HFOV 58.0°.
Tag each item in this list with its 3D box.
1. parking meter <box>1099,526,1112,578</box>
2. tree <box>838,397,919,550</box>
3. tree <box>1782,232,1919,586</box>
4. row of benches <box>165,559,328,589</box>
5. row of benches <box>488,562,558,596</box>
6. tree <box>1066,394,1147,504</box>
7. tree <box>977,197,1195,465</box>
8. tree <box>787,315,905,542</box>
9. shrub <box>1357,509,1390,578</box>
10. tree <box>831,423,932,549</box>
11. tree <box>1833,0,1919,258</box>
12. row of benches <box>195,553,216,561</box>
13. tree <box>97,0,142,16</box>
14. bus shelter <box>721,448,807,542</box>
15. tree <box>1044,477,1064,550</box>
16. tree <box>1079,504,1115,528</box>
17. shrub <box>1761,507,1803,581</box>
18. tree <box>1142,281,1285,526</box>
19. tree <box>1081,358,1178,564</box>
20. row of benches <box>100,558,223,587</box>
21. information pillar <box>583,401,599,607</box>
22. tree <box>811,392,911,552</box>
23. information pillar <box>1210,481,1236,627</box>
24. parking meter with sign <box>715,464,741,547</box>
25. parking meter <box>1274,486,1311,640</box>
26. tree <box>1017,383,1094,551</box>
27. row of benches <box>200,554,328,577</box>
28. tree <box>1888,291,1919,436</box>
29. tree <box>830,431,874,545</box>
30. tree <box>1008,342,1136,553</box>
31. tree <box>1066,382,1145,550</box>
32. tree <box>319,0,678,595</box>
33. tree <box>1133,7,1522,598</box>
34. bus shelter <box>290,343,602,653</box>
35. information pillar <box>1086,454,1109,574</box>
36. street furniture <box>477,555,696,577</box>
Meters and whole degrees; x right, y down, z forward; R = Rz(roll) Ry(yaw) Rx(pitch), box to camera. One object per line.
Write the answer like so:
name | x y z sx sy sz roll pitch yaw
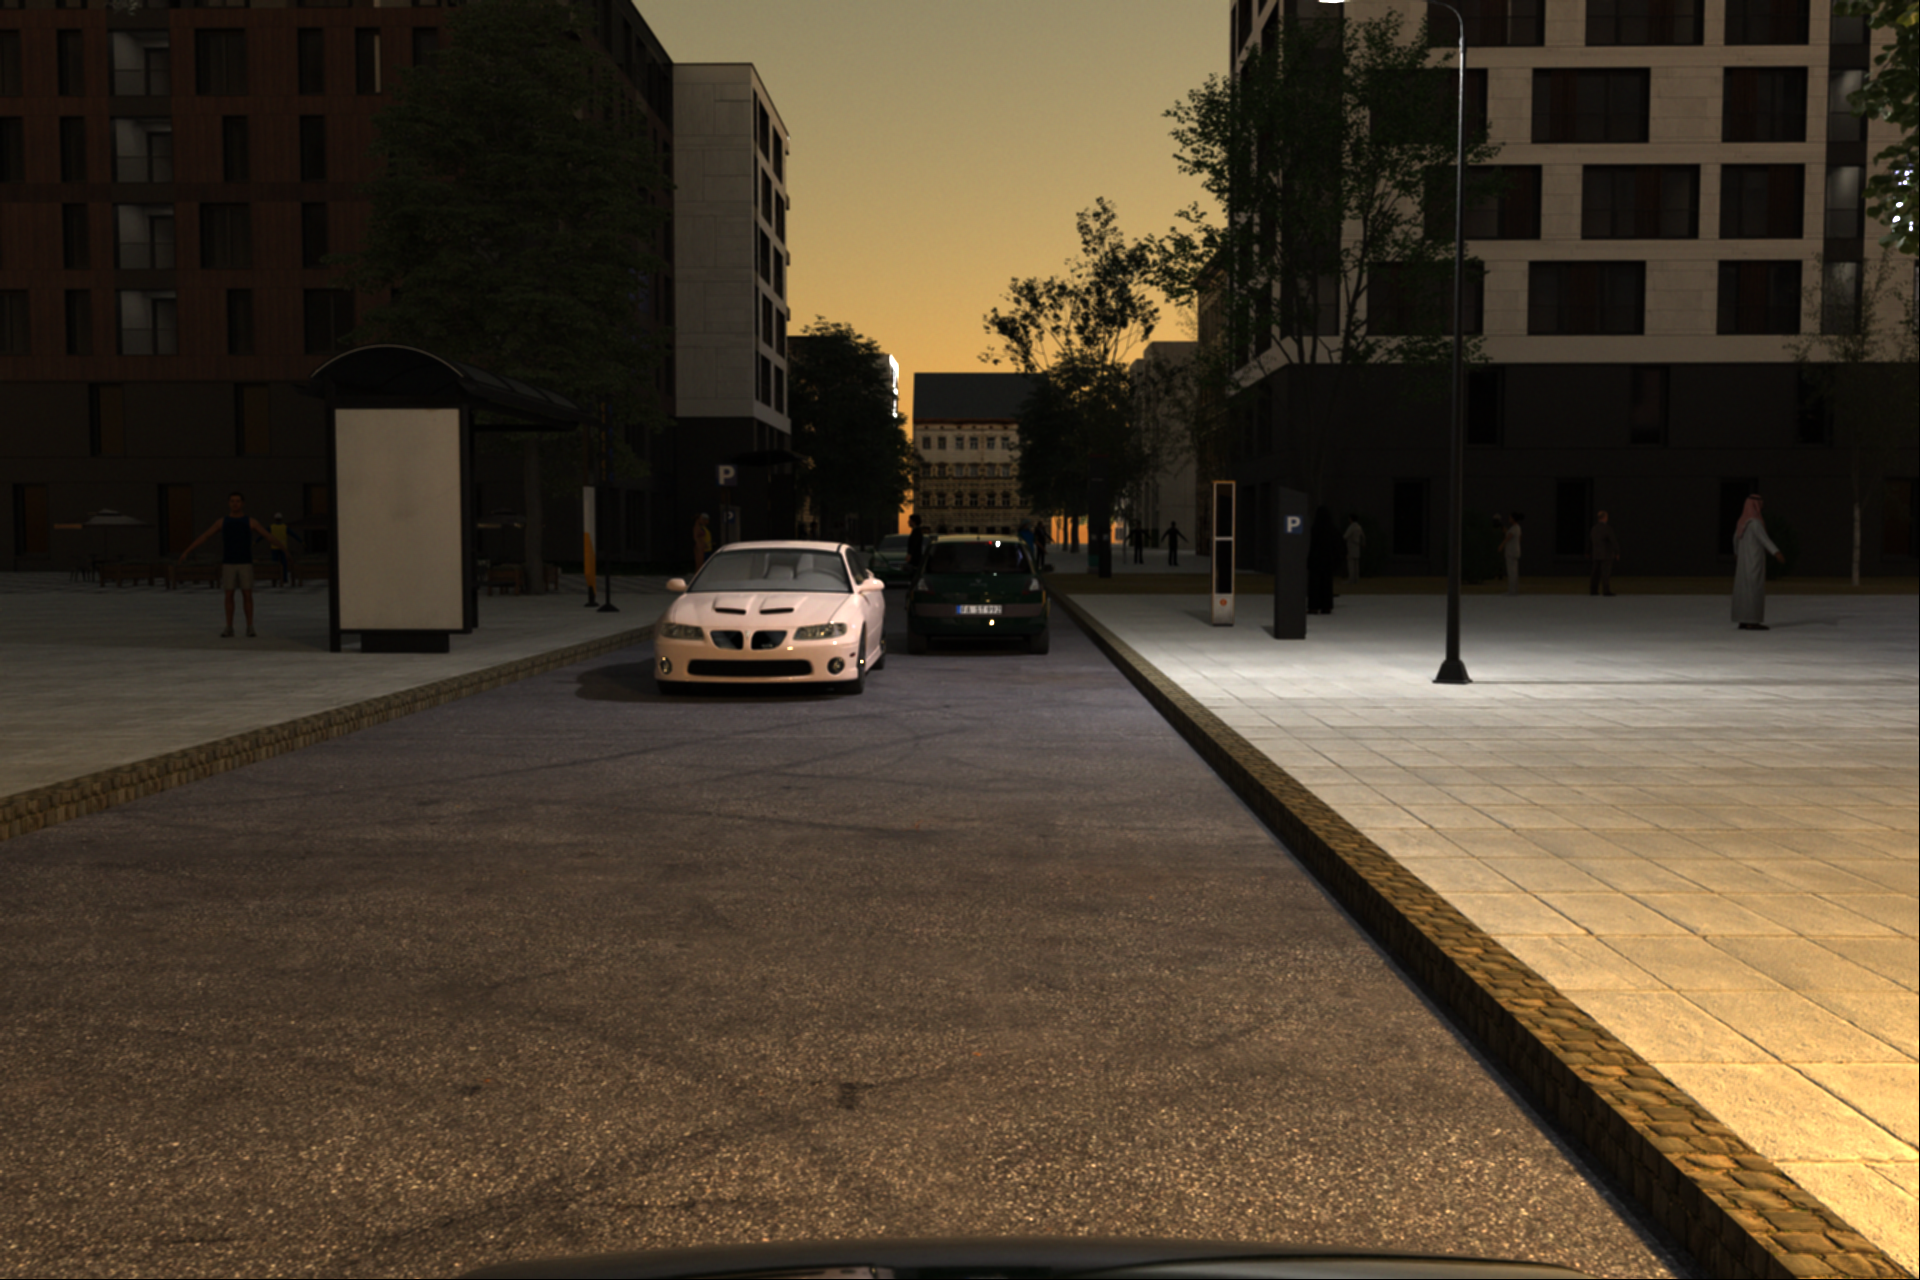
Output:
parking meter | 4.271 -2.601 50.945 0.372 1.533 0.369 0 3 0
tree | -7.046 -13.801 143.777 7.486 12.596 7.792 0 3 0
tree | 22.010 -5.650 42.734 4.360 8.622 3.978 0 3 0
row of benches | -16.801 -1.597 41.576 4.104 0.672 1.422 -3 4 -38
row of benches | -9.503 -1.362 37.724 1.422 0.672 4.104 0 4 -1
tree | 7.052 -8.499 89.313 4.360 8.622 3.978 0 3 0
tree | 7.252 -14.948 100.295 12.611 20.169 13.585 0 3 0
tree | -7.926 -11.988 102.665 9.857 13.997 8.962 0 3 0
shrub | 11.877 -2.851 51.028 1.690 2.028 1.600 0 3 0
tree | -6.464 -12.278 135.152 8.767 10.594 7.601 0 4 -3
tree | 6.033 -5.466 7.494 7.486 12.596 7.792 0 3 0
row of benches | -23.985 -2.426 55.127 1.422 0.672 4.104 -2 4 -24
tree | -8.946 -6.108 10.239 12.009 13.543 11.850 0 3 0
bus shelter | -5.645 -3.627 50.577 1.731 3.624 6.357 0 4 1
tree | 7.889 -11.810 143.455 4.360 8.622 3.978 0 3 0
tree | 18.879 -19.234 232.597 7.486 12.596 7.792 0 3 0
shrub | 22.373 -2.660 47.914 1.690 2.028 1.600 0 3 0
tree | 7.768 -6.073 49.662 4.360 8.622 3.978 0 3 0
tree | 6.779 -7.538 73.608 4.360 8.622 3.978 0 3 0
row of benches | -19.860 -1.739 43.894 1.422 0.672 4.104 1 4 22
information pillar | -6.514 -2.390 30.438 0.183 3.616 0.504 0 4 2
tree | -7.157 -12.152 124.438 9.928 11.665 9.643 0 3 0
information pillar | 3.648 -1.198 24.074 0.304 2.012 0.304 0 4 1
parking meter with sign | -5.819 -2.926 44.106 0.543 3.016 1.738 0 3 0
parking meter | 4.051 -0.942 21.117 0.399 1.863 0.255 0 4 1
tree | 7.956 -12.943 129.752 7.486 12.596 7.792 0 3 0
row of benches | -20.534 -2.202 51.460 4.104 0.672 1.422 -3 5 -43
tree | 27.620 -5.958 47.769 4.737 8.622 4.395 0 3 0
tree | -7.544 -10.156 116.420 4.737 8.622 4.395 0 3 0
tree | 7.844 -12.839 116.575 9.857 13.997 8.962 0 3 0
tree | 7.190 -8.130 83.290 4.737 8.622 4.395 0 3 0
tree | -9.267 -7.198 35.814 7.486 12.596 7.792 0 3 0
tree | 7.237 -6.686 35.068 9.928 11.665 9.643 0 3 0
bus shelter | -5.996 -1.663 21.114 2.014 3.302 5.546 0 4 2
information pillar | 4.516 -4.107 56.533 0.750 3.857 0.750 0 4 0
street furniture | -11.873 -2.349 54.033 10.072 0.657 5.734 0 4 -7
